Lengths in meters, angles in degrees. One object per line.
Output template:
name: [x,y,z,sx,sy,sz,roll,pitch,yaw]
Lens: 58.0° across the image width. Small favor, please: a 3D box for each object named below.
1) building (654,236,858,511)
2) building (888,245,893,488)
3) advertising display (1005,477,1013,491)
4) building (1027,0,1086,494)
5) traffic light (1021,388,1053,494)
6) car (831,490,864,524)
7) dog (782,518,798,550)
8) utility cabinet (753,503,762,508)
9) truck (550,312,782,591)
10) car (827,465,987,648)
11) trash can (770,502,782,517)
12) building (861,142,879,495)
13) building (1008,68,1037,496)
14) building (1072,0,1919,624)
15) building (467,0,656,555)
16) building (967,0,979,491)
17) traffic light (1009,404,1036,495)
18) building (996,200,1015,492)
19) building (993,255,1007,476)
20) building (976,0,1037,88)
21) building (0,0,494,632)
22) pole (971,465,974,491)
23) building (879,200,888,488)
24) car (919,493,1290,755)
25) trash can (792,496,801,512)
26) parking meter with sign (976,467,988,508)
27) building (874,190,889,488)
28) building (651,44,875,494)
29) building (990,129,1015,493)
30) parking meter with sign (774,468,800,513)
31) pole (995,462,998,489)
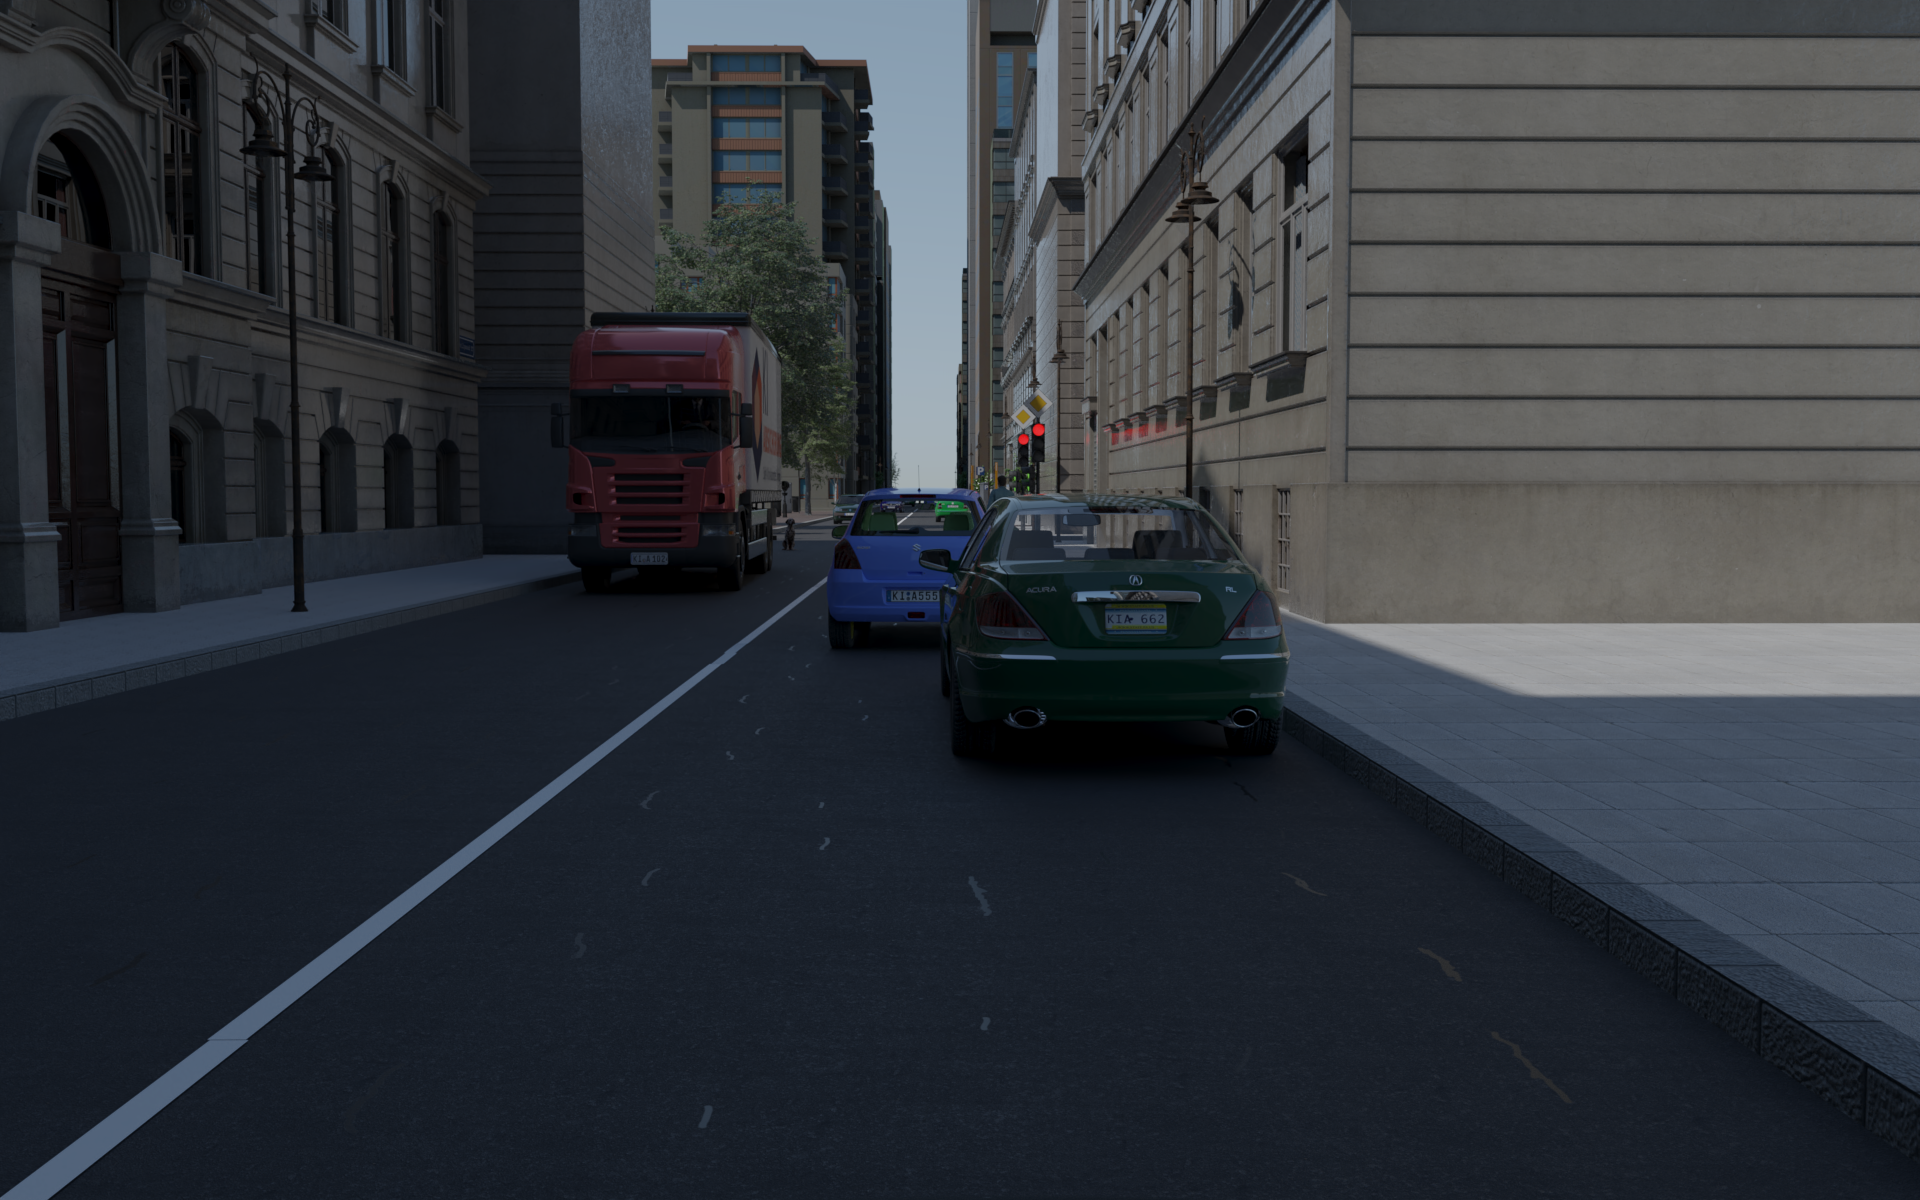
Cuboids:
building: [-23.001,-18.292,144.107,27.650,21.520,28.899,0,4,-1]
building: [-18.041,-36.277,276.717,14.154,41.232,14.086,0,4,-1]
advertising display: [1.811,-3.621,64.416,0.123,1.923,0.974,-1,4,-8]
building: [15.043,-16.062,59.877,25.104,27.353,12.463,0,4,-1]
traffic light: [2.062,-3.504,46.215,0.839,4.253,0.868,0,4,-1]
car: [-5.186,-4.522,83.717,2.009,1.686,4.222,0,4,0]
dog: [-4.302,-1.688,44.435,0.513,0.831,0.800,2,4,24]
utility cabinet: [-8.316,-3.612,67.728,1.173,1.500,0.318,-1,4,-9]
truck: [-4.548,-2.454,29.041,2.839,4.237,11.283,0,4,-2]
car: [-0.358,-0.477,17.387,1.945,1.707,3.694,0,4,1]
trash can: [-10.213,-5.164,96.082,0.748,1.137,0.748,0,3,0]
building: [-16.859,-31.299,195.335,14.154,41.232,14.086,0,4,-1]
building: [7.484,-14.106,79.786,9.793,20.994,18.267,0,4,-1]
building: [10.675,-12.075,30.714,16.112,22.955,30.059,0,4,-1]
building: [-16.785,-11.705,40.529,18.267,20.994,9.793,0,4,-1]
building: [11.195,-38.788,176.190,21.231,58.520,28.212,0,4,-1]
traffic light: [1.956,-3.993,54.200,0.839,4.253,0.868,0,4,-1]
building: [7.621,-14.310,98.588,10.561,19.102,19.286,0,4,-1]
building: [8.413,-17.279,118.675,11.583,22.565,21.152,0,4,-1]
building: [8.438,-30.824,154.088,14.600,45.320,14.200,0,4,-1]
building: [-14.455,-12.096,16.862,14.460,24.649,34.723,0,4,-1]
pole: [0.874,-7.920,123.338,0.158,3.312,0.155,0,3,0]
building: [-17.473,-33.660,233.940,14.154,41.232,14.086,0,4,-1]
car: [0.807,0.051,10.964,2.131,1.459,4.920,0,4,-2]
trash can: [-11.559,-6.770,122.346,0.748,1.137,0.748,0,3,0]
parking meter with sign: [1.539,-6.919,109.394,0.543,3.016,1.738,-1,4,-17]
building: [-17.826,-37.431,262.103,14.600,45.320,14.200,0,4,-1]
building: [-19.815,-31.665,172.349,22.147,44.769,28.867,0,4,-1]
building: [9.415,-22.533,140.108,14.160,30.474,14.107,0,4,-1]
parking meter with sign: [-11.512,-7.261,114.977,1.738,3.016,0.543,0,4,-4]
pole: [2.349,-7.207,111.673,0.158,3.312,0.155,0,3,0]
